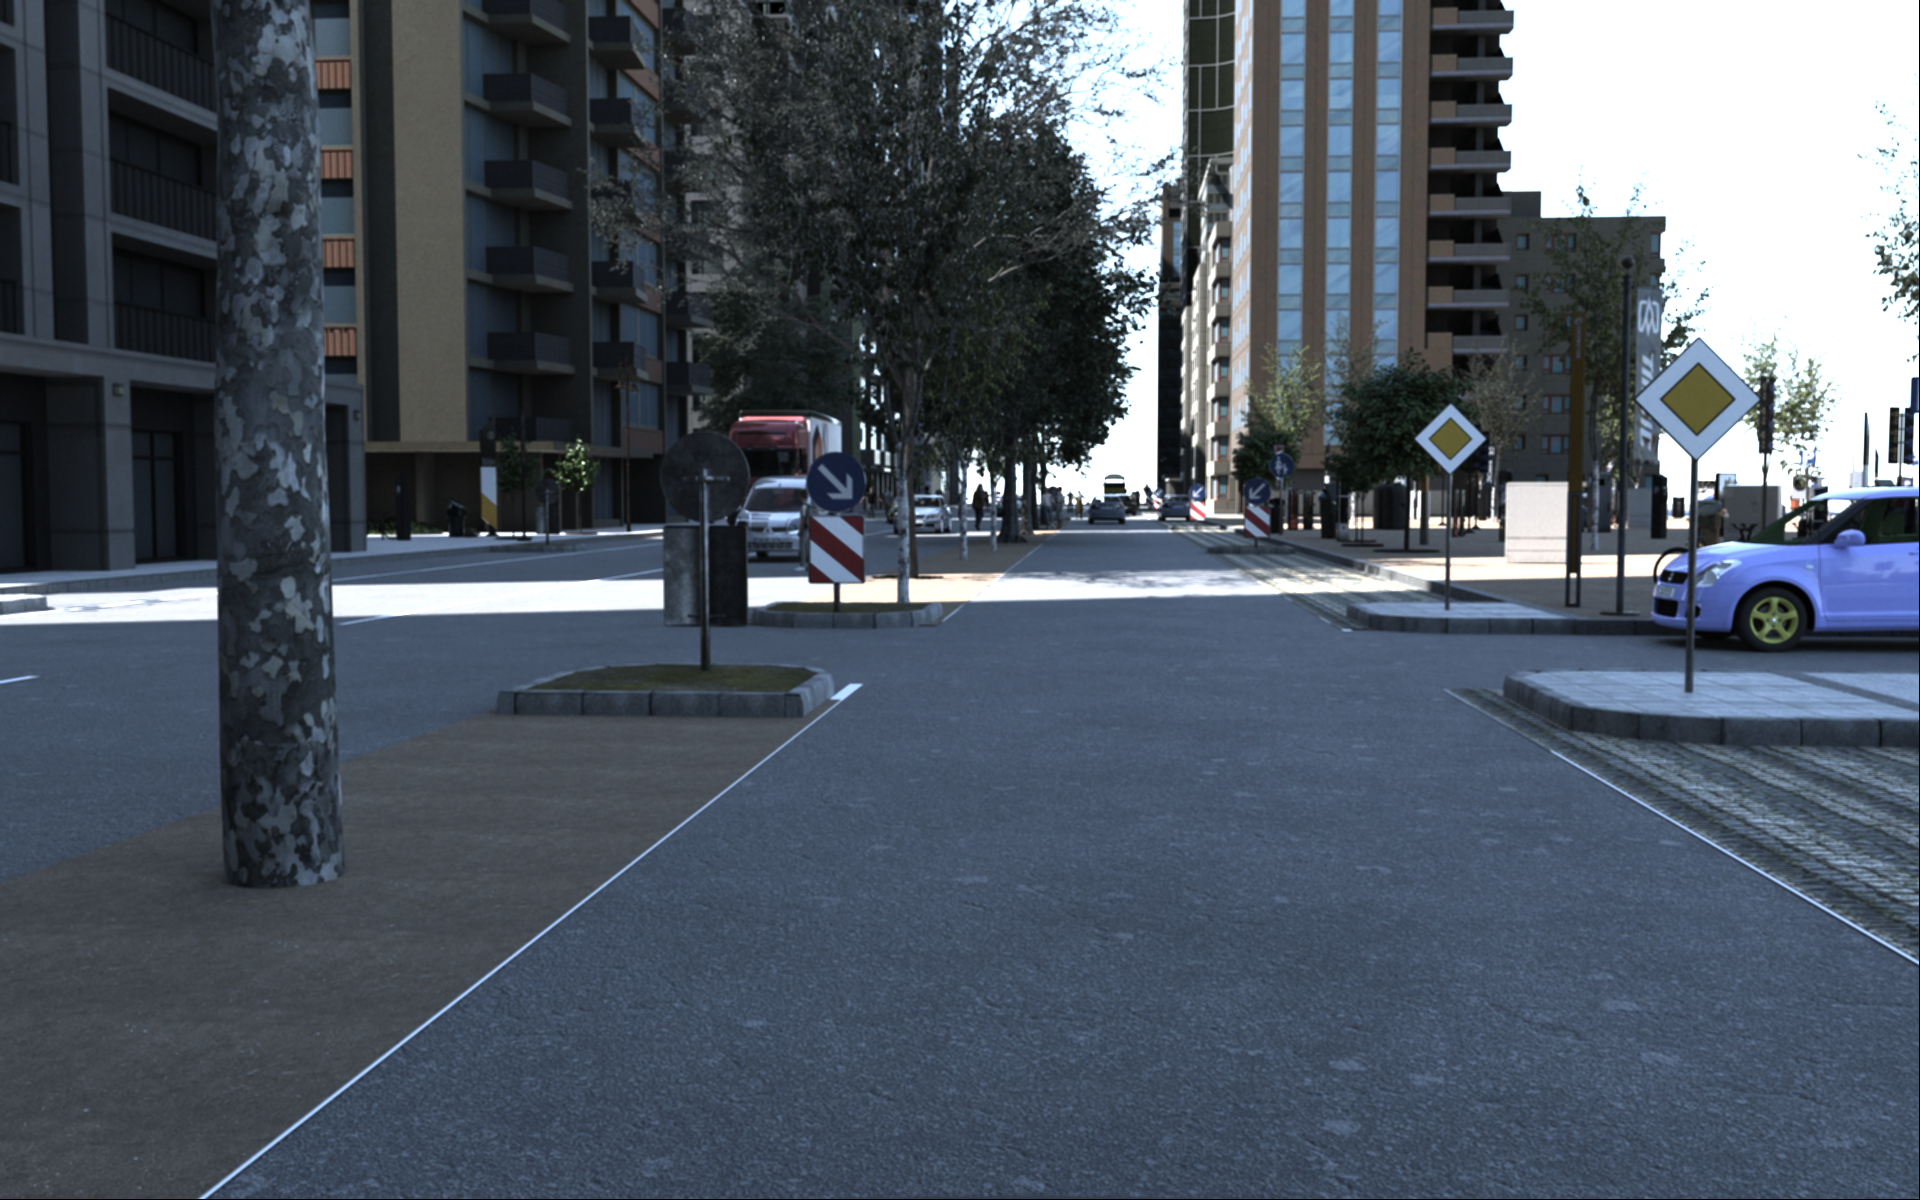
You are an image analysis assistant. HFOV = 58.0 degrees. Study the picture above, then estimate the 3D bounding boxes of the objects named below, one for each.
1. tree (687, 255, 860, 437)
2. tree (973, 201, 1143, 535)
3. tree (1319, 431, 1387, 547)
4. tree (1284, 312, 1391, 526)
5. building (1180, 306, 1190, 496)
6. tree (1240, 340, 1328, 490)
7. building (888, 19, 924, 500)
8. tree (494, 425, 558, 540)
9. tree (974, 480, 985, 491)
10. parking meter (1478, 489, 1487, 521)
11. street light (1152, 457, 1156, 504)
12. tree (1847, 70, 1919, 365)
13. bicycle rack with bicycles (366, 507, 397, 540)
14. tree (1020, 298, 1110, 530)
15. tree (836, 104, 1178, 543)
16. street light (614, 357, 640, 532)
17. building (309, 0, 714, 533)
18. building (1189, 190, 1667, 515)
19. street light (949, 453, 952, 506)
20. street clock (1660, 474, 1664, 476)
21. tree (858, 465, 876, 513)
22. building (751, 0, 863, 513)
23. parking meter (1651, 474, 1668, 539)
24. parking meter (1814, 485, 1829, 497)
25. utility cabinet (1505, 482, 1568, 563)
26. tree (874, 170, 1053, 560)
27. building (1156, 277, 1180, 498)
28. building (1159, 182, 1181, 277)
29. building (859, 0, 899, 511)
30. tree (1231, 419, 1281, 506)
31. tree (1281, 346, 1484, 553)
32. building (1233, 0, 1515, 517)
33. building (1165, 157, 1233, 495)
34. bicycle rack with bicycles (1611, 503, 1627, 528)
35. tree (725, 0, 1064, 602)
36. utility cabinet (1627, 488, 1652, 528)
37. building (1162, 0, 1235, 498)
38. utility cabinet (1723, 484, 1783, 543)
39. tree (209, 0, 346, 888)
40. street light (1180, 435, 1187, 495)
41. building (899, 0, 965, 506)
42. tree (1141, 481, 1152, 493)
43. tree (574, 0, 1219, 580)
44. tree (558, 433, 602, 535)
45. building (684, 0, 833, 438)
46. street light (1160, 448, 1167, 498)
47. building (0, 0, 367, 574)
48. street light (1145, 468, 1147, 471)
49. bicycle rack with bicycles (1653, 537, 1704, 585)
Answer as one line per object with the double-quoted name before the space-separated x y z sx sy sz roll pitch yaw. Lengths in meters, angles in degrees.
"tree" -9.691 -11.268 90.883 9.857 13.997 8.962 0 3 0
"tree" 2.405 -8.508 59.685 7.486 12.596 7.792 0 3 0
"tree" 9.803 -2.940 42.673 1.663 3.219 1.824 0 3 0
"tree" 15.703 -7.267 69.181 4.360 8.622 3.978 0 3 0
"building" 34.032 -18.817 152.704 27.650 21.520 28.899 0 4 5
"tree" 15.484 -8.071 82.317 4.737 8.622 4.395 0 3 0
"building" -10.962 -31.331 162.374 14.600 45.320 14.200 0 4 5
"tree" -12.720 -3.329 49.031 1.663 3.219 1.824 0 3 0
"tree" 2.838 -14.511 231.852 1.663 3.219 1.824 0 3 0
"parking meter" 25.197 -4.592 83.487 0.372 1.533 0.369 0 3 0
"street light" 24.070 -14.844 215.484 0.468 5.910 1.993 0 4 5
"tree" 17.466 -4.866 29.914 4.360 8.622 3.978 0 3 0
"bicycle rack with bicycles" -17.392 -2.126 48.144 2.925 0.926 2.852 1 4 14
"tree" 3.781 -9.247 79.396 9.928 11.665 9.643 0 3 0
"tree" 1.478 -8.011 50.441 9.611 12.733 9.660 0 3 0
"street light" -11.204 -5.238 58.426 0.468 5.910 1.993 0 4 5
"building" -22.665 -25.428 70.378 22.147 44.769 28.867 0 4 5
"building" 31.188 -17.015 123.230 27.650 21.520 28.899 0 4 5
"street light" -0.910 -12.704 180.500 0.468 5.910 1.993 0 4 5
"street clock" 25.368 -3.567 62.889 0.358 2.002 0.471 0 4 -3
"tree" -6.485 -7.440 116.242 1.663 3.219 1.824 0 3 0
"building" -14.534 -26.510 117.029 14.154 41.232 14.086 0 4 5
"parking meter" 20.149 -2.701 49.874 0.255 1.863 0.399 -2 4 -28
"parking meter" 24.859 -2.544 50.013 0.372 1.533 0.369 0 3 0
"utility cabinet" 10.625 -1.411 31.754 1.173 1.500 0.318 1 4 12
"tree" 0.056 -5.188 37.648 4.737 8.622 4.395 0 3 0
"building" 33.180 -28.035 230.073 14.160 30.474 14.107 0 4 5
"building" 35.131 -36.330 244.109 14.600 45.320 14.200 0 4 5
"building" -16.936 -31.853 140.398 23.786 49.044 30.456 0 4 5
"tree" 13.315 -5.617 75.559 4.285 4.588 4.351 0 3 0
"tree" 9.873 -3.348 38.461 4.285 4.588 4.351 0 3 0
"building" 23.522 -27.612 101.563 14.600 45.320 14.200 0 4 5
"building" 38.852 -30.372 188.460 32.217 40.220 23.993 0 4 5
"bicycle rack with bicycles" 26.049 -3.301 67.353 2.925 0.926 2.852 -1 4 -10
"tree" -0.704 -4.166 20.926 4.360 8.622 3.978 0 3 0
"utility cabinet" 25.261 -3.377 63.894 1.173 1.500 0.318 1 4 9
"building" 35.433 -47.278 211.252 20.563 71.187 20.611 0 4 5
"utility cabinet" 18.285 -1.913 39.959 1.173 1.500 0.318 3 5 42
"tree" -1.380 -8.963 4.894 12.611 20.169 13.585 0 3 0
"street light" 17.037 -9.762 132.390 0.468 5.910 1.993 0 4 5
"building" -9.976 -55.845 225.731 22.319 86.520 31.000 0 4 5
"tree" 26.947 -15.572 249.209 1.663 3.219 1.824 0 3 0
"tree" -0.896 -7.111 29.092 12.009 13.543 11.850 0 3 0
"tree" -12.223 -3.702 55.131 1.663 3.219 1.824 0 3 0
"building" -15.624 -20.277 103.224 14.160 30.474 14.107 0 4 5
"street light" 20.756 -12.576 178.408 0.468 5.910 1.993 0 4 5
"building" -23.903 -36.387 33.178 20.563 71.187 20.611 0 4 5
"street light" 27.141 -17.113 252.580 0.468 5.910 1.993 0 4 5
"bicycle rack with bicycles" 9.872 -0.450 20.737 2.925 0.926 2.852 1 4 16
